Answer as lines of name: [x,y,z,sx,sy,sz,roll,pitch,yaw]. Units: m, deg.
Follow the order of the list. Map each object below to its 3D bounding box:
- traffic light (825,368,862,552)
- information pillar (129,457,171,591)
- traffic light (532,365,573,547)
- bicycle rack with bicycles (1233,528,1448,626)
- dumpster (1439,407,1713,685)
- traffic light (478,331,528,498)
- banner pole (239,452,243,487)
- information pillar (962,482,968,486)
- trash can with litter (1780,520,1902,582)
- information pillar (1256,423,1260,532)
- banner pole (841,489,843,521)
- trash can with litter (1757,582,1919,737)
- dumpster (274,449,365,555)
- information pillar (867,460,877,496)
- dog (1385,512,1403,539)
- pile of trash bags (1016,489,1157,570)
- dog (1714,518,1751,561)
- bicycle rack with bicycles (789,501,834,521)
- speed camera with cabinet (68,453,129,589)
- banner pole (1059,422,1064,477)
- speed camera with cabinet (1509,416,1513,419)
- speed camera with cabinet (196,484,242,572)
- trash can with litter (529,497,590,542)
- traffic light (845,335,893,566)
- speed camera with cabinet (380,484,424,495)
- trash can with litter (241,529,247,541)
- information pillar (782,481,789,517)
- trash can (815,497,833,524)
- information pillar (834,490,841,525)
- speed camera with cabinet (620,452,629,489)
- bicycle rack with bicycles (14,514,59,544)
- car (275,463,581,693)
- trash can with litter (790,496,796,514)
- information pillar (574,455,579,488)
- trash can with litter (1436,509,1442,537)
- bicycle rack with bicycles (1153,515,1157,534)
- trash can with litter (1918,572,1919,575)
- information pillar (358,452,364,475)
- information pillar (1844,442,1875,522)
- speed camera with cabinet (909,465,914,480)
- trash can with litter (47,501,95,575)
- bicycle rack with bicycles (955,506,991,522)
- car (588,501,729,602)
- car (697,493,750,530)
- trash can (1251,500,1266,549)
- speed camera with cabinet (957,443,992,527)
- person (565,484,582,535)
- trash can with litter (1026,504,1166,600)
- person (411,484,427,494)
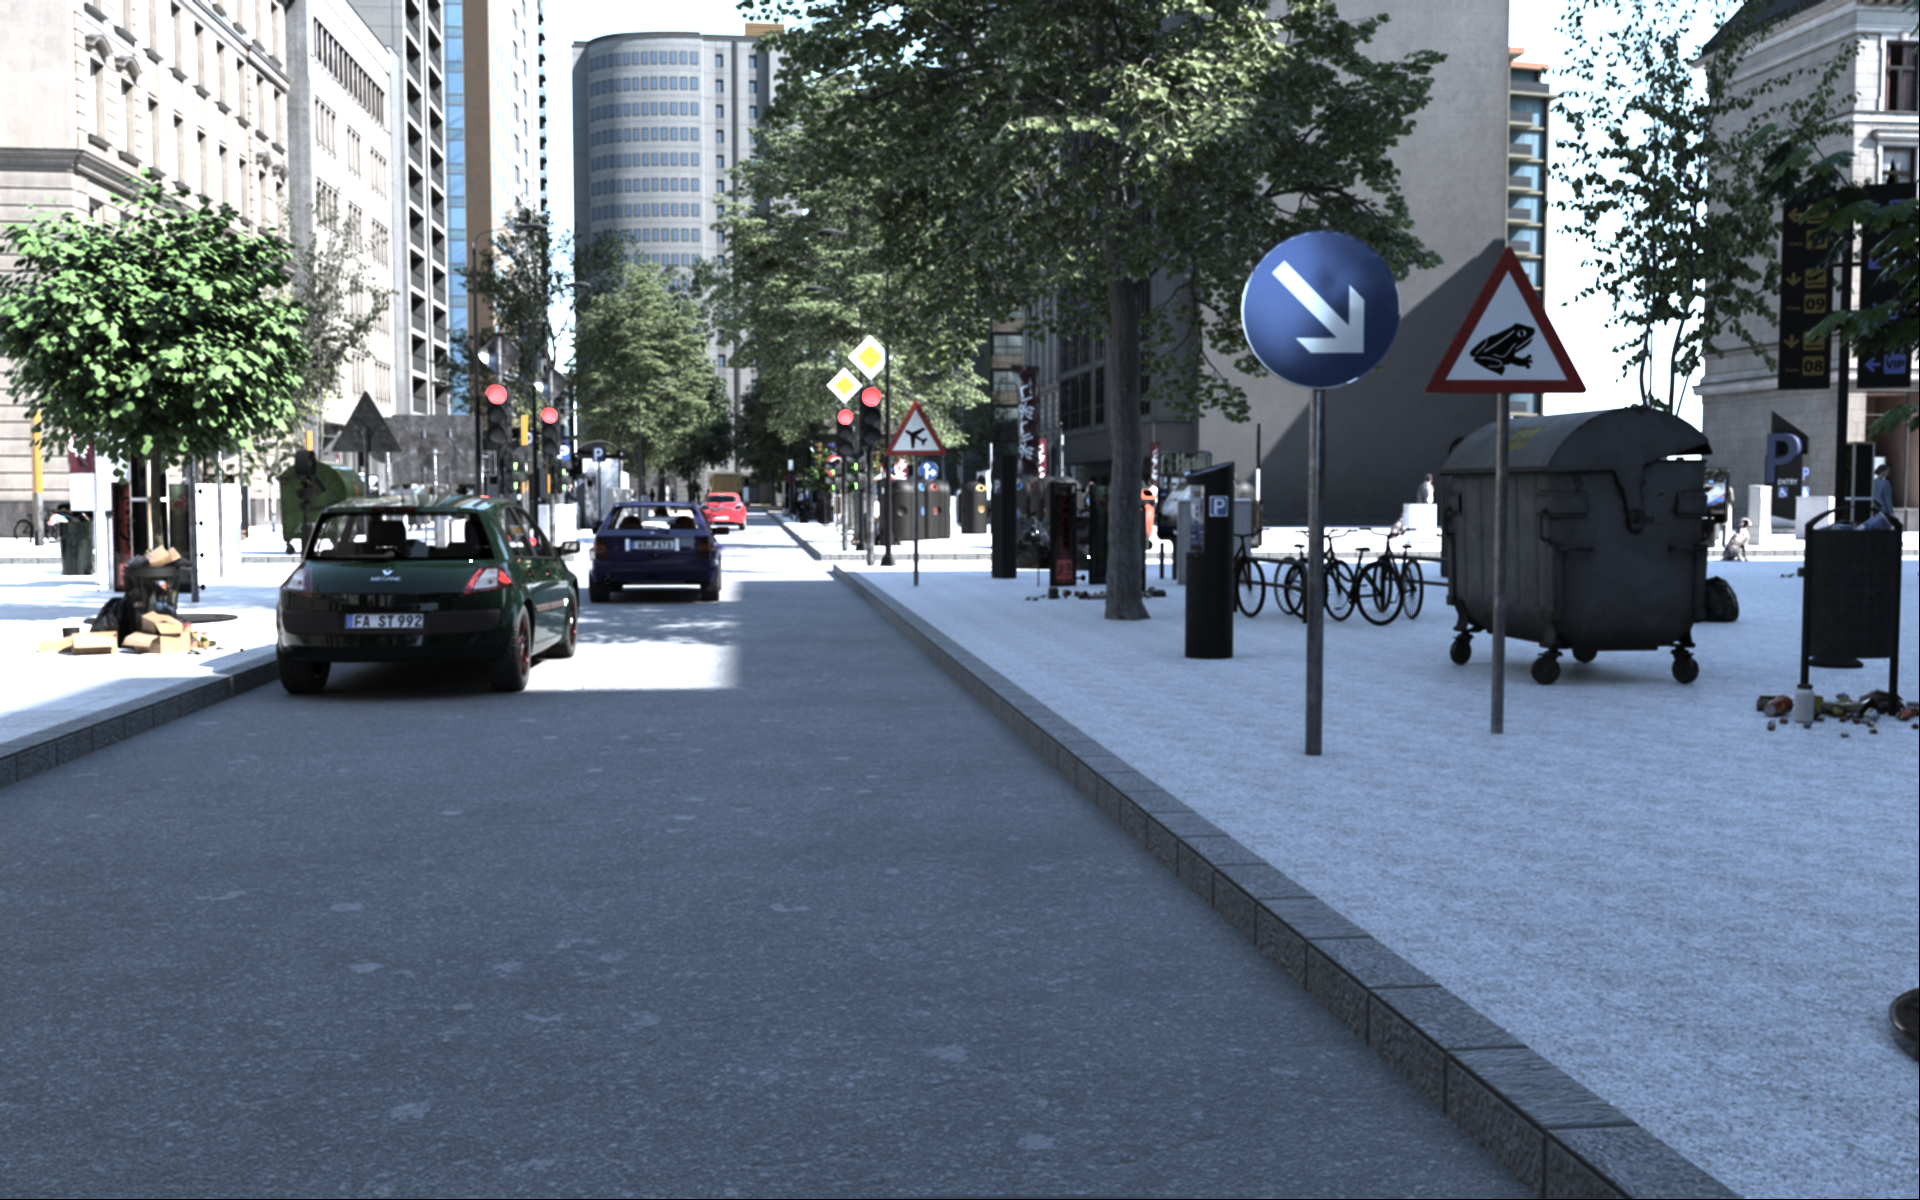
traffic light: [-2.587,-3.040,38.629,0.839,4.253,0.868,0,4,-7]
information pillar: [-9.373,-0.951,20.038,0.304,2.012,0.304,1,4,21]
traffic light: [-8.898,-2.992,37.836,0.839,4.253,0.868,0,4,-7]
bicycle rack with bicycles: [3.980,-0.285,18.044,2.852,0.926,2.925,-1,4,-13]
dumpster: [4.361,-0.403,12.353,1.264,1.857,1.865,0,4,-7]
traffic light: [-7.920,-2.507,29.911,0.839,4.253,0.868,0,4,-7]
banner pole: [-22.712,-3.959,54.752,0.401,3.779,0.863,-1,4,-18]
information pillar: [0.321,-6.356,108.404,0.304,2.012,0.304,-2,4,-35]
trash can with litter: [13.731,-0.982,27.106,2.233,1.210,1.678,-1,4,-10]
information pillar: [9.857,-4.034,57.312,0.183,3.616,0.504,0,4,5]
banner pole: [-5.426,-5.575,81.176,0.401,3.779,0.863,-2,4,-35]
trash can with litter: [5.528,0.073,9.868,2.233,1.210,1.678,0,4,3]
dumpster: [-13.717,-2.119,37.135,1.502,2.255,1.985,0,4,-7]
information pillar: [-4.118,-5.465,80.705,0.504,3.616,0.183,-1,4,-22]
dog: [12.459,-2.154,49.590,0.800,0.831,0.513,3,5,44]
pile of trash bags: [2.386,-1.281,30.693,1.912,1.369,3.447,3,5,40]
dog: [14.832,-1.162,33.379,0.800,0.831,0.513,1,4,19]
bicycle rack with bicycles: [-6.518,-4.353,84.547,2.925,0.926,2.852,3,4,37]
speed camera with cabinet: [-11.782,-1.818,24.053,0.660,3.252,2.038,-1,4,-11]
banner pole: [3.548,-4.306,60.424,0.401,3.779,0.863,1,4,14]
speed camera with cabinet: [14.647,-3.025,43.799,2.038,3.252,0.660,2,4,35]
speed camera with cabinet: [-12.807,-2.078,28.309,0.660,3.252,2.038,2,4,28]
trash can with litter: [-11.033,-2.160,46.377,2.233,1.210,1.678,1,4,16]
traffic light: [-1.608,-2.556,30.704,0.839,4.253,0.868,0,4,-7]
speed camera with cabinet: [-20.947,-4.319,64.949,2.038,3.252,0.660,3,4,37]
trash can with litter: [-19.873,-2.189,47.170,0.624,1.170,1.055,0,4,-1]
information pillar: [-9.897,-5.738,98.306,0.304,2.012,0.304,-3,5,-45]
trash can: [-5.848,-3.850,74.594,0.748,1.137,0.748,0,3,0]
information pillar: [-5.041,-4.090,71.362,0.304,2.012,0.304,0,4,-5]
speed camera with cabinet: [-14.816,-4.773,72.372,2.038,3.252,0.660,2,4,28]
bicycle rack with bicycles: [-23.083,-1.938,45.072,2.852,0.926,2.925,3,4,37]
car: [-4.131,-0.252,13.903,2.009,1.686,4.222,0,4,-5]
trash can with litter: [-10.954,-6.117,111.407,1.055,1.170,0.624,0,4,6]
information pillar: [-22.956,-6.879,103.819,0.183,3.616,0.504,1,4,18]
trash can with litter: [14.773,-2.529,52.400,1.678,1.210,2.233,1,4,11]
bicycle rack with bicycles: [7.243,-2.529,54.728,2.925,0.926,2.852,-3,4,-36]
trash can with litter: [14.607,-0.862,25.485,0.624,1.170,1.055,-1,4,-17]
information pillar: [-23.578,-4.712,68.402,0.183,3.616,0.504,1,4,14]
information pillar: [12.653,-1.219,24.422,0.304,2.012,0.304,0,4,1]
speed camera with cabinet: [-2.609,-7.310,113.852,0.660,3.252,2.038,-1,4,-16]
trash can with litter: [-14.052,-0.988,27.538,0.624,1.170,1.055,-1,4,-16]
bicycle rack with bicycles: [0.903,-4.016,79.036,2.925,0.926,2.852,2,4,29]
car: [-4.235,-0.723,24.402,1.945,1.354,3.894,0,4,-7]
car: [-9.525,-3.706,69.641,2.155,1.783,4.494,0,4,-6]
trash can: [6.821,-1.782,40.794,0.748,1.137,0.748,0,3,0]
speed camera with cabinet: [0.656,-4.484,67.646,0.660,3.252,2.038,-2,4,-34]
person: [-12.128,-2.910,54.041,0.576,1.772,0.534,2,4,25]
trash can with litter: [1.694,-0.644,21.589,2.233,1.210,1.678,-2,4,-27]
person: [-18.272,-3.189,58.676,0.782,1.767,0.515,0,4,2]
